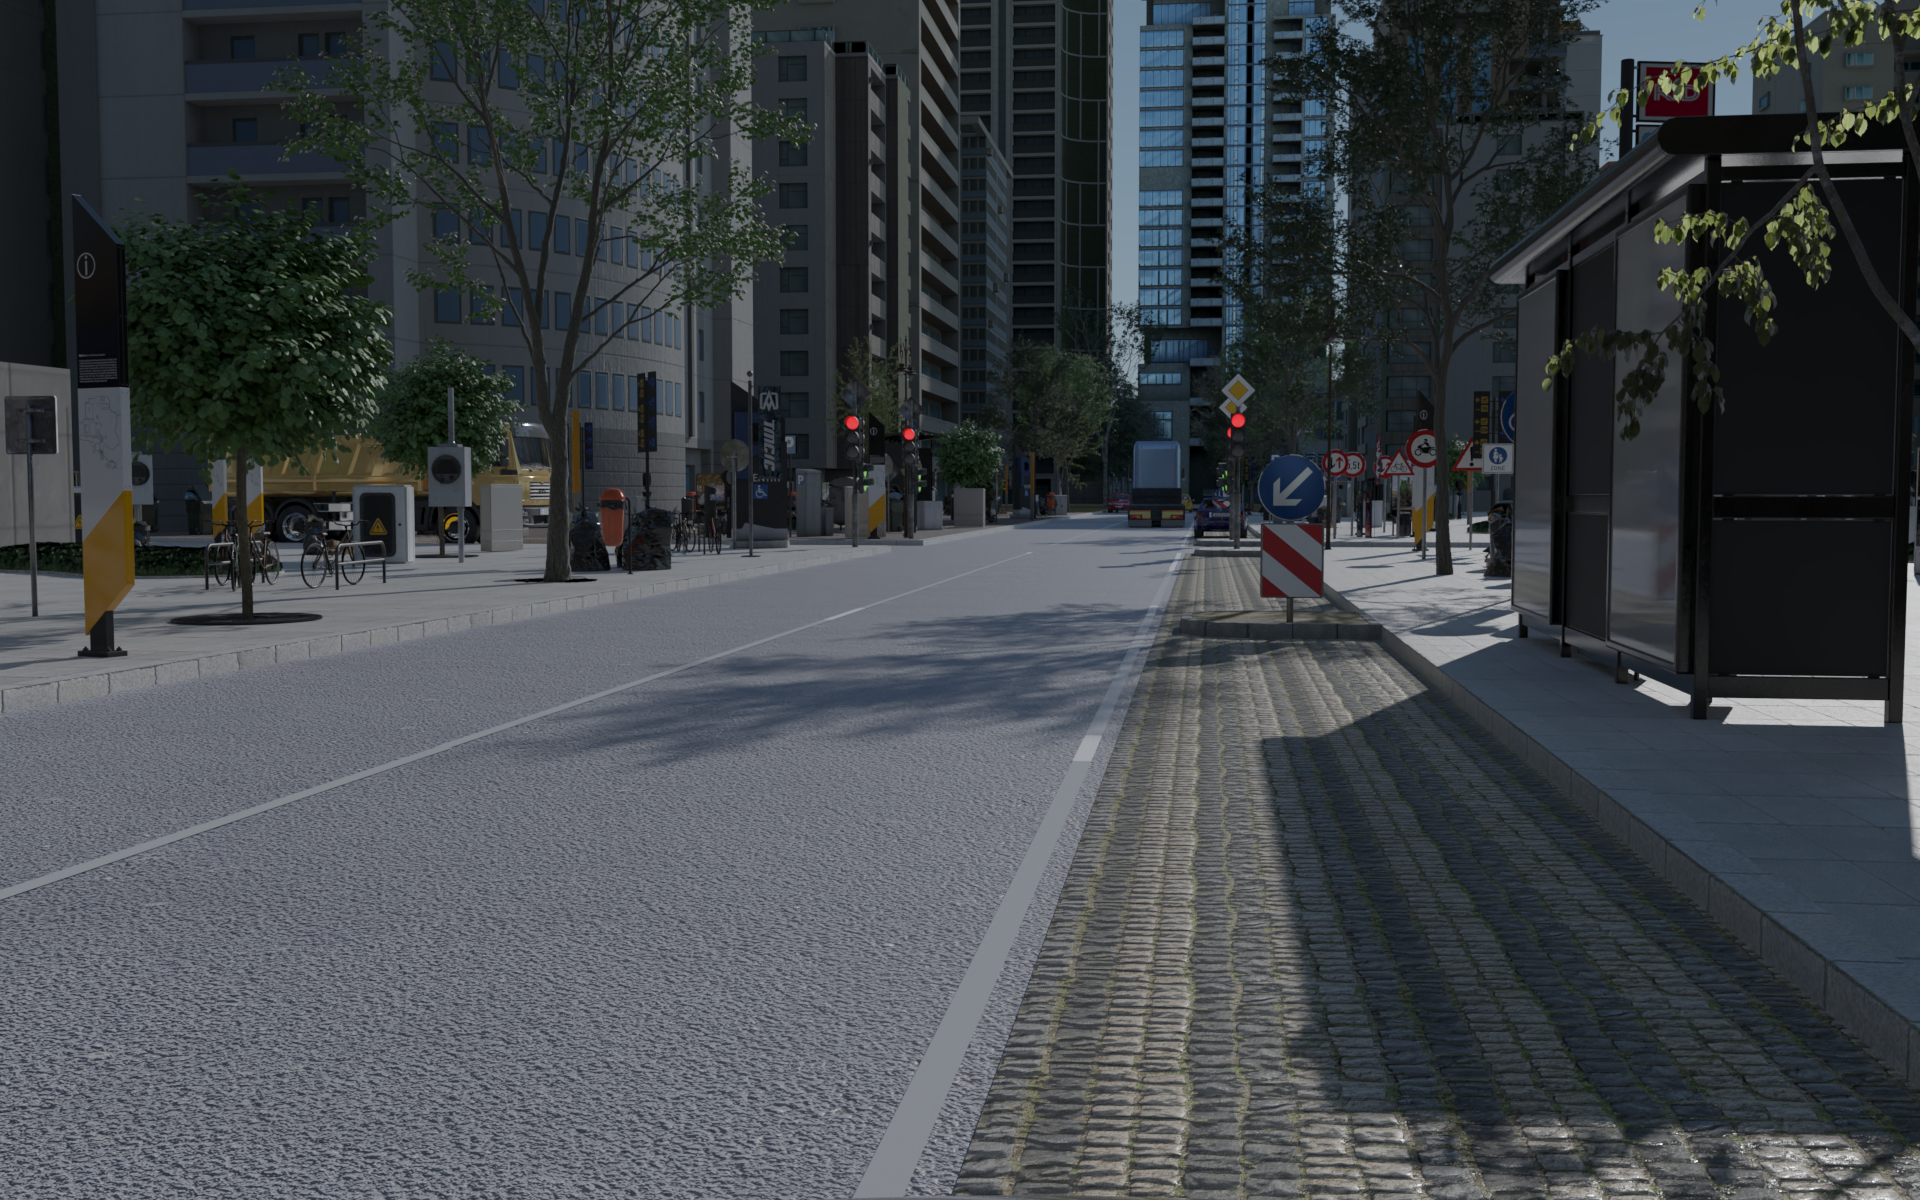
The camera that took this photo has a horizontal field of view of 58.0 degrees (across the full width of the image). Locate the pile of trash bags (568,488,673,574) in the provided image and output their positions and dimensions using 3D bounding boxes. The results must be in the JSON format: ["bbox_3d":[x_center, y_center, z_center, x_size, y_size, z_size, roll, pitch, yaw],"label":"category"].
[{"bbox_3d":[-5.774,-1.179,29.034,1.912,1.369,3.447,-1,4,-11],"label":"pile of trash bags"}]

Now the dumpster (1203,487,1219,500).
[{"bbox_3d":[28.700,-11.789,197.698,1.985,2.255,1.502,1,4,9],"label":"dumpster"}]

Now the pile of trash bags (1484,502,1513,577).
[{"bbox_3d":[9.069,-1.047,26.864,1.912,1.369,3.447,2,4,25],"label":"pile of trash bags"}]

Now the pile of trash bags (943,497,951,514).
[{"bbox_3d":[0.412,-6.057,108.779,1.912,1.369,3.447,-2,4,-30],"label":"pile of trash bags"}]

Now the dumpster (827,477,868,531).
[{"bbox_3d":[-3.773,-3.254,58.965,1.264,1.857,1.865,0,4,8],"label":"dumpster"}]

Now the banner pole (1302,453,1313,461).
[{"bbox_3d":[21.216,-7.103,106.145,0.863,3.779,0.401,0,4,-8],"label":"banner pole"}]

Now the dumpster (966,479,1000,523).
[{"bbox_3d":[0.950,-4.576,77.312,1.502,2.255,1.985,1,4,8],"label":"dumpster"}]

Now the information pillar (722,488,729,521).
[{"bbox_3d":[-9.462,-4.009,70.035,0.304,2.012,0.304,-2,4,-24],"label":"information pillar"}]

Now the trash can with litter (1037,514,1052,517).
[{"bbox_3d":[4.285,-5.289,97.532,2.233,1.210,1.678,-2,4,-24],"label":"trash can with litter"}]

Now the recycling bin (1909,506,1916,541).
[{"bbox_3d":[19.977,-1.418,35.745,0.722,1.027,0.722,-2,4,-30],"label":"recycling bin"}]

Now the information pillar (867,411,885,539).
[{"bbox_3d":[-2.380,-3.538,49.193,0.504,3.616,0.183,-1,4,-21],"label":"information pillar"}]

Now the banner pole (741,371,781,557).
[{"bbox_3d":[-4.032,-2.766,35.236,0.863,3.779,0.401,0,4,-1],"label":"banner pole"}]

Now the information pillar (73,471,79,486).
[{"bbox_3d":[-28.512,-3.133,55.711,0.304,2.012,0.304,-1,4,-15],"label":"information pillar"}]

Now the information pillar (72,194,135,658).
[{"bbox_3d":[-6.711,-1.358,13.564,0.504,3.616,0.183,2,4,24],"label":"information pillar"}]

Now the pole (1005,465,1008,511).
[{"bbox_3d":[3.235,-7.748,120.524,0.158,3.312,0.155,0,3,0],"label":"pole"}]

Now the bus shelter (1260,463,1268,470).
[{"bbox_3d":[18.868,-6.648,102.625,2.014,3.302,5.546,1,4,8],"label":"bus shelter"}]

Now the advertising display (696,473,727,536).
[{"bbox_3d":[-7.700,-2.960,53.607,0.974,1.923,0.123,1,4,14],"label":"advertising display"}]

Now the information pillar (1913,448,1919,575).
[{"bbox_3d":[15.300,-1.395,27.303,0.304,2.012,0.304,-1,4,-15],"label":"information pillar"}]

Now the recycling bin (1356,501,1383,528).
[{"bbox_3d":[15.774,-3.312,66.713,0.722,1.027,0.722,-2,4,-32],"label":"recycling bin"}]

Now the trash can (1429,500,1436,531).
[{"bbox_3d":[16.300,-2.929,59.541,0.748,1.137,0.748,0,3,0],"label":"trash can"}]

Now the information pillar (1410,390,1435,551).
[{"bbox_3d":[10.455,-2.913,38.990,0.504,3.616,0.183,-2,4,-26],"label":"information pillar"}]

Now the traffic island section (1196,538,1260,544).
[{"bbox_3d":[7.626,-1.600,48.442,2.009,0.180,2.903,0,4,8],"label":"traffic island section"}]

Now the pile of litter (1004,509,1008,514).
[{"bbox_3d":[2.636,-6.093,113.582,1.719,0.858,1.176,-3,4,-38],"label":"pile of litter"}]

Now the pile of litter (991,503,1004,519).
[{"bbox_3d":[1.233,-4.539,88.180,1.176,0.858,1.719,-1,4,-19],"label":"pile of litter"}]

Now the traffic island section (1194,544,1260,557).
[{"bbox_3d":[6.498,-1.117,40.537,2.009,0.180,2.903,0,4,8],"label":"traffic island section"}]

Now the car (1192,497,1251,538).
[{"bbox_3d":[8.652,-2.736,57.309,1.945,1.354,3.894,1,4,10],"label":"car"}]

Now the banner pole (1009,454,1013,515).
[{"bbox_3d":[3.237,-7.256,108.660,0.401,3.779,0.863,-2,4,-24],"label":"banner pole"}]

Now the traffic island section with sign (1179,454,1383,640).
[{"bbox_3d":[3.292,-0.571,17.967,1.989,1.847,2.006,0,4,8],"label":"traffic island section with sign"}]

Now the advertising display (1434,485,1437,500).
[{"bbox_3d":[30.498,-6.419,110.161,0.123,1.923,0.974,-3,5,-41],"label":"advertising display"}]

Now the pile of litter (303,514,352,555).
[{"bbox_3d":[-13.513,-1.410,37.025,1.176,0.858,1.719,0,4,-4],"label":"pile of litter"}]

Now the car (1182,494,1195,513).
[{"bbox_3d":[17.128,-7.574,134.060,2.015,1.641,3.980,1,4,9],"label":"car"}]

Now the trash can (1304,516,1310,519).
[{"bbox_3d":[17.770,-4.750,89.321,0.748,1.137,0.748,0,3,0],"label":"trash can"}]

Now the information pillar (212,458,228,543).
[{"bbox_3d":[-17.940,-3.092,41.906,0.504,3.616,0.183,2,4,32],"label":"information pillar"}]

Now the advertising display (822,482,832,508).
[{"bbox_3d":[-7.279,-5.471,94.657,0.123,1.923,0.974,-2,4,-33],"label":"advertising display"}]

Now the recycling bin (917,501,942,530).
[{"bbox_3d":[-1.086,-3.030,62.103,0.722,1.027,0.722,-2,4,-23],"label":"recycling bin"}]

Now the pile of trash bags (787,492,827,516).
[{"bbox_3d":[-6.936,-4.023,75.536,1.912,1.369,3.447,-1,4,-23],"label":"pile of trash bags"}]

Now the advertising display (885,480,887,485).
[{"bbox_3d":[-2.672,-3.441,61.479,0.123,1.923,0.974,0,4,-5],"label":"advertising display"}]

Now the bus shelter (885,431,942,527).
[{"bbox_3d":[-2.029,-4.636,67.088,1.731,3.624,6.357,0,4,8],"label":"bus shelter"}]

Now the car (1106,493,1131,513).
[{"bbox_3d":[12.281,-7.557,132.593,2.155,1.783,4.494,1,4,9],"label":"car"}]

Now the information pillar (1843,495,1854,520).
[{"bbox_3d":[35.673,-3.980,69.564,0.304,2.012,0.304,0,4,6],"label":"information pillar"}]

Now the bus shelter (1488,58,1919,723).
[{"bbox_3d":[5.571,-2.212,13.798,2.179,5.291,8.768,1,4,8],"label":"bus shelter"}]

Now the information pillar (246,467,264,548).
[{"bbox_3d":[-16.539,-3.001,40.428,0.504,3.616,0.183,0,4,6],"label":"information pillar"}]

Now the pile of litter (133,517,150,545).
[{"bbox_3d":[-15.314,-1.154,32.840,1.176,0.858,1.719,-1,4,-12],"label":"pile of litter"}]

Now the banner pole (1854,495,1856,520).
[{"bbox_3d":[24.721,-3.548,48.031,0.863,3.779,0.401,-2,4,-25],"label":"banner pole"}]

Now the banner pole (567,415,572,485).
[{"bbox_3d":[-12.256,-3.919,54.086,0.863,3.779,0.401,2,4,27],"label":"banner pole"}]

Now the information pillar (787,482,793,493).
[{"bbox_3d":[-10.046,-5.979,102.246,0.304,2.012,0.304,-3,4,-36],"label":"information pillar"}]

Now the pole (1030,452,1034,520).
[{"bbox_3d":[3.517,-5.532,84.292,0.158,3.312,0.155,0,3,0],"label":"pole"}]

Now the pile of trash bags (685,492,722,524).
[{"bbox_3d":[-10.843,-4.037,75.758,1.912,1.369,3.447,2,4,29],"label":"pile of trash bags"}]

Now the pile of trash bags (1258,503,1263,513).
[{"bbox_3d":[21.796,-6.634,118.217,1.912,1.369,3.447,-1,4,-16],"label":"pile of trash bags"}]

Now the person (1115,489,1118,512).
[{"bbox_3d":[12.259,-7.778,135.654,0.705,1.826,1.348,1,4,11],"label":"person"}]

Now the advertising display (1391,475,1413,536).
[{"bbox_3d":[13.605,-2.915,52.873,0.123,1.923,0.974,-3,5,-44],"label":"advertising display"}]

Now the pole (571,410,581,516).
[{"bbox_3d":[-9.364,-2.961,42.251,0.158,3.312,0.155,0,3,0],"label":"pole"}]

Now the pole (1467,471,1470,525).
[{"bbox_3d":[21.277,-4.796,72.260,0.158,3.312,0.155,0,3,0],"label":"pole"}]

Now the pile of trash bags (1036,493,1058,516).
[{"bbox_3d":[4.903,-5.678,102.590,1.912,1.369,3.447,-1,4,-18],"label":"pile of trash bags"}]

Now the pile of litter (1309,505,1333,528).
[{"bbox_3d":[13.643,-3.156,65.561,1.176,0.858,1.719,-3,4,-38],"label":"pile of litter"}]

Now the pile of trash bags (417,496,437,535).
[{"bbox_3d":[-16.768,-2.785,55.288,3.447,1.369,1.912,2,4,28],"label":"pile of trash bags"}]

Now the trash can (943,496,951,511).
[{"bbox_3d":[-0.830,-6.778,122.477,0.748,1.137,0.748,0,3,0],"label":"trash can"}]

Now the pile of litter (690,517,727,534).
[{"bbox_3d":[-7.921,-2.542,55.535,1.719,0.858,1.176,0,4,5],"label":"pile of litter"}]

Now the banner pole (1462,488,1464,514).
[{"bbox_3d":[32.202,-7.372,110.553,0.401,3.779,0.863,2,4,31],"label":"banner pole"}]

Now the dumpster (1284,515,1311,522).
[{"bbox_3d":[15.240,-4.413,77.917,1.264,1.857,1.865,1,4,8],"label":"dumpster"}]
